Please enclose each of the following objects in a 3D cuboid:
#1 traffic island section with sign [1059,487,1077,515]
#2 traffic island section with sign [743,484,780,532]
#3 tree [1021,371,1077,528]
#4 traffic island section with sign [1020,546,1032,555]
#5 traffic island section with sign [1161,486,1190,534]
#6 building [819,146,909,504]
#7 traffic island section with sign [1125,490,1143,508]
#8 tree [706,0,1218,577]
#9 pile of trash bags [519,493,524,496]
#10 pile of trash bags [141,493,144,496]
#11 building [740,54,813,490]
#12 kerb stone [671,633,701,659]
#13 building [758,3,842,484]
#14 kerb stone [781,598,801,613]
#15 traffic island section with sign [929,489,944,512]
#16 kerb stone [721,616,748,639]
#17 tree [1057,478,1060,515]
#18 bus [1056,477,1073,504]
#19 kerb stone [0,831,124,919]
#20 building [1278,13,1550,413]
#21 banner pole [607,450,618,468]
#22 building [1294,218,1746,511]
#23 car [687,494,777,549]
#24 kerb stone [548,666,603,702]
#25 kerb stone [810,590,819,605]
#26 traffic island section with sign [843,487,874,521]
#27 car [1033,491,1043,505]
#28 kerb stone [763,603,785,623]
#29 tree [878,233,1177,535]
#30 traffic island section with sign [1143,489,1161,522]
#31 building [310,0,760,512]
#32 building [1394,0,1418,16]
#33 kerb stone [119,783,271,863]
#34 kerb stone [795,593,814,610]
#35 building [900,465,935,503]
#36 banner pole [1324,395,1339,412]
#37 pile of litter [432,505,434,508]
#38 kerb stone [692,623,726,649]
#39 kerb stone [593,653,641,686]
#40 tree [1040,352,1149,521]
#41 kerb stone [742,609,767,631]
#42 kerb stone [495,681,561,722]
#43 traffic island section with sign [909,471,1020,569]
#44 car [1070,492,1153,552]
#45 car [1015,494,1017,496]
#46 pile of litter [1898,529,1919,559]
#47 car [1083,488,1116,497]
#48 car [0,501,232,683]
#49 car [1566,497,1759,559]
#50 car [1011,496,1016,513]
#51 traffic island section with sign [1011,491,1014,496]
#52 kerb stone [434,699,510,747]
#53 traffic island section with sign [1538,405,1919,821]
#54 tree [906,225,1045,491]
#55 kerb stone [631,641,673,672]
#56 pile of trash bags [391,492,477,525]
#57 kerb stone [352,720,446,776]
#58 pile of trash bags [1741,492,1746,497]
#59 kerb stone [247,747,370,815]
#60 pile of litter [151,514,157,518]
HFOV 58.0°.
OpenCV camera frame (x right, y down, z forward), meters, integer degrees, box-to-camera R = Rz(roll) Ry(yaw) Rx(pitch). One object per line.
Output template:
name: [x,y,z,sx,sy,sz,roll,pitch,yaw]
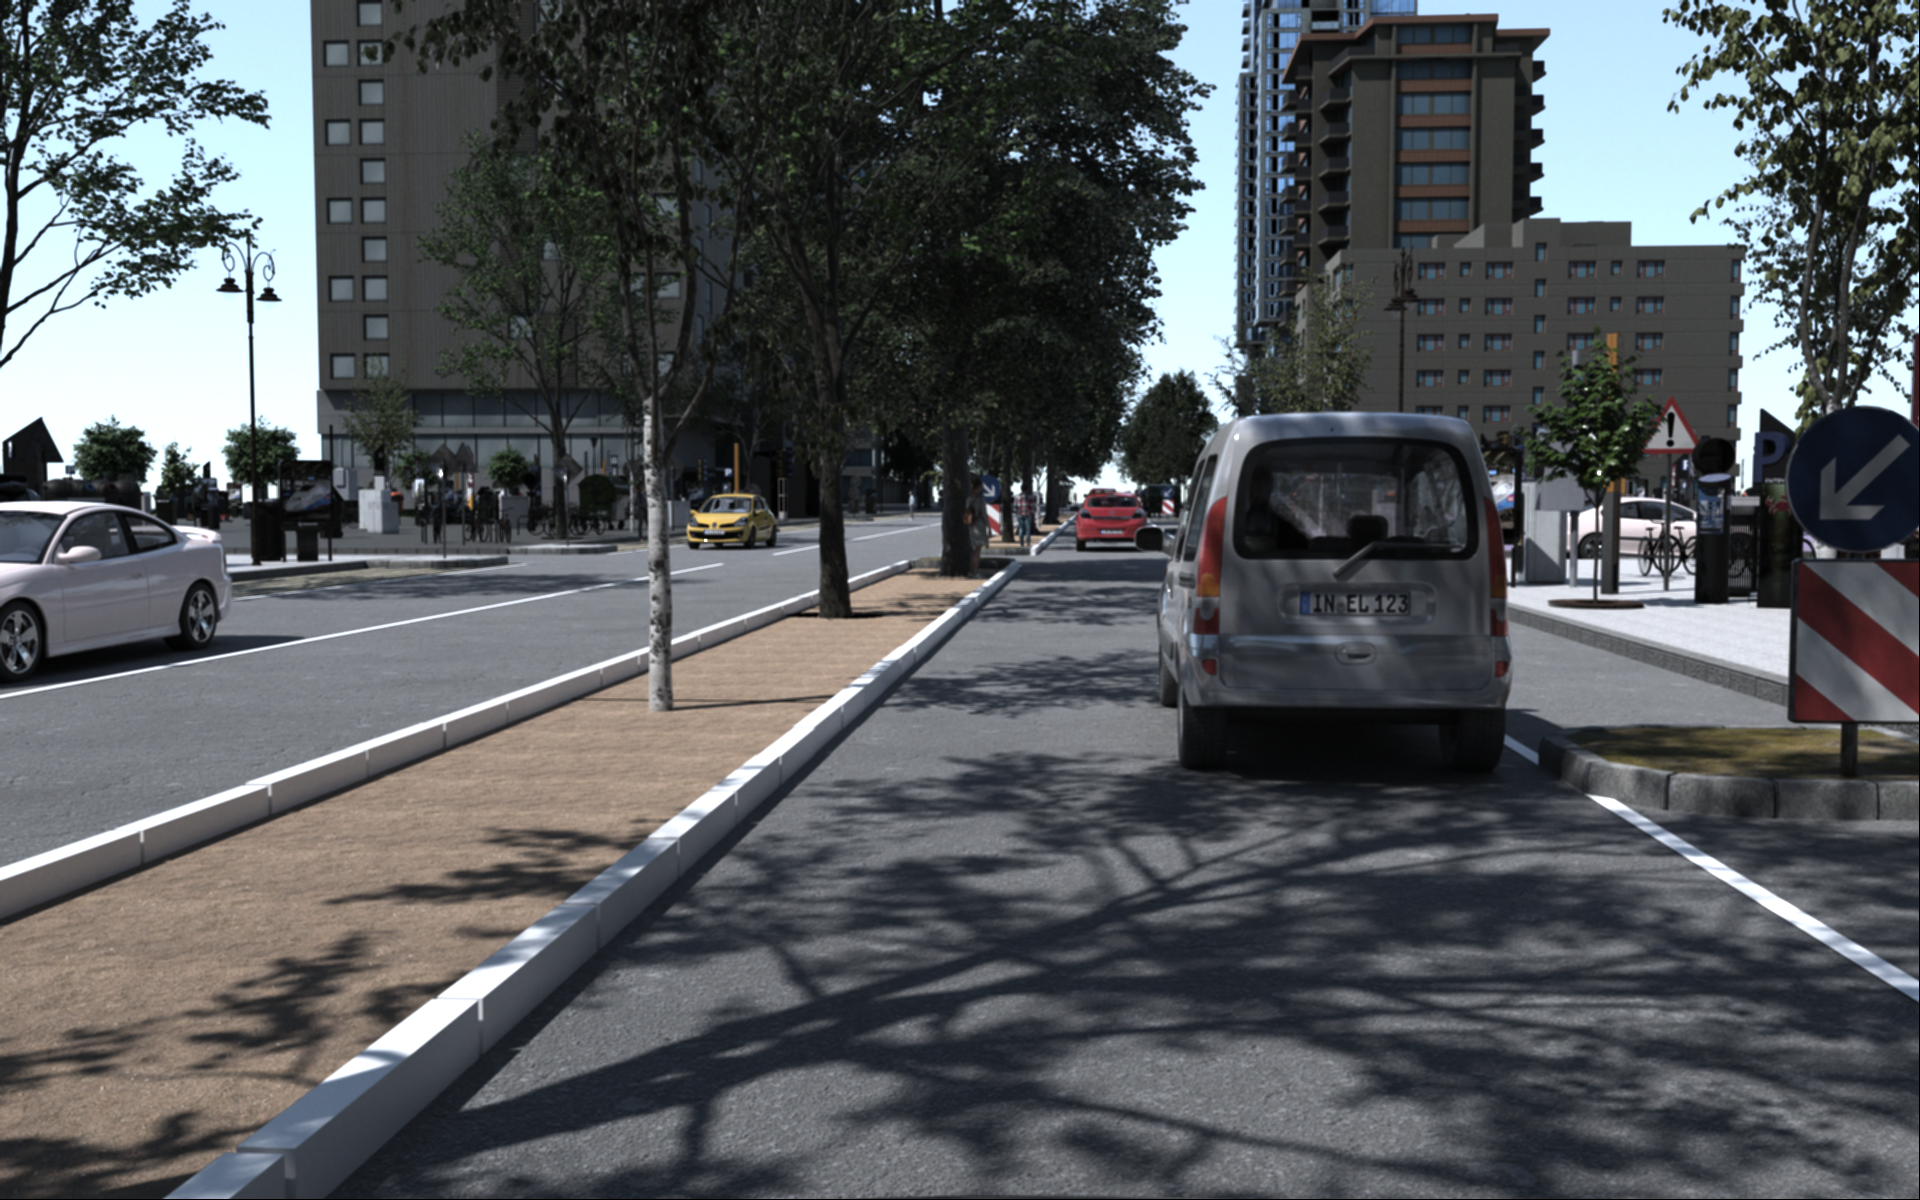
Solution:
traffic island section with sign: [6.845,-6.608,116.175,2.006,1.907,1.989,0,4,5]
traffic island section with sign: [-7.812,-3.429,64.685,1.989,1.847,2.006,0,4,5]
tree: [3.343,-7.363,73.209,4.360,8.622,3.978,0,3,0]
traffic island section with sign: [0.697,-2.028,41.288,2.006,1.907,1.989,0,4,5]
traffic island section with sign: [8.497,-3.349,63.387,1.989,1.847,2.006,0,4,5]
building: [-19.370,-37.230,228.310,23.786,49.044,30.456,0,4,5]
traffic island section with sign: [17.048,-9.702,167.249,1.989,1.847,2.006,0,4,5]
tree: [-0.013,-7.371,29.621,9.857,13.997,8.962,0,3,0]
pile of trash bags: [-28.622,-5.933,106.763,3.447,1.369,1.912,-1,4,-22]
pile of trash bags: [-44.093,-4.941,90.530,1.912,1.369,3.447,1,4,22]
building: [-21.106,-28.735,153.415,14.154,41.232,14.086,0,4,5]
kerb stone: [-2.490,0.428,15.340,0.120,0.150,1.000,0,4,5]
building: [-22.533,-44.796,170.669,20.563,71.187,20.611,0,4,5]
kerb stone: [-2.060,0.106,20.455,0.120,0.150,1.000,0,4,5]
traffic island section with sign: [-1.451,-8.168,142.177,1.989,1.847,2.006,0,4,5]
kerb stone: [-2.320,0.295,17.387,0.120,0.150,1.000,0,4,5]
tree: [6.327,-10.782,113.158,8.767,10.594,7.601,0,4,5]
bus: [14.441,-15.450,244.160,2.896,3.916,12.252,0,4,7]
kerb stone: [-3.243,0.992,6.150,0.120,0.150,1.000,0,4,5]
building: [41.971,-31.150,163.934,22.147,44.769,28.867,0,4,5]
banner pole: [-19.679,-6.603,97.973,0.863,3.779,0.401,1,4,21]
building: [41.768,-17.780,135.735,27.650,21.520,28.899,0,4,5]
car: [-6.078,-2.205,46.271,2.015,1.641,3.980,0,4,6]
kerb stone: [-2.747,0.607,12.268,0.120,0.150,1.000,0,4,5]
kerb stone: [-1.898,-0.019,22.500,0.120,0.150,1.000,0,4,5]
traffic island section with sign: [-5.605,-5.072,91.550,1.989,1.847,2.006,0,4,5]
car: [10.411,-14.110,239.366,2.281,1.827,5.304,0,4,5]
kerb stone: [-2.149,0.171,19.437,0.120,0.150,1.000,0,4,5]
tree: [2.355,-8.604,60.132,9.611,12.733,9.660,0,3,0]
traffic island section with sign: [10.765,-5.027,90.826,1.989,1.847,2.006,0,4,5]
building: [-30.750,-33.235,132.638,28.713,52.752,27.495,0,4,5]
building: [46.925,-55.721,223.712,22.319,86.520,31.000,0,4,5]
kerb stone: [-3.160,0.929,7.168,0.120,0.150,1.000,0,4,5]
kerb stone: [-1.989,0.044,21.482,0.120,0.150,1.000,0,4,5]
building: [-18.984,-25.346,259.447,27.650,21.520,28.899,0,4,5]
banner pole: [9.349,-3.279,43.625,0.401,3.779,0.863,3,5,42]
pile of litter: [-23.585,-3.923,78.114,1.719,0.858,1.176,0,4,3]
kerb stone: [-2.399,0.357,16.362,0.120,0.150,1.000,0,4,5]
kerb stone: [-2.660,0.545,13.286,0.120,0.150,1.000,0,4,5]
tree: [4.888,-11.014,92.901,12.009,13.543,11.850,0,3,0]
kerb stone: [-2.231,0.231,18.412,0.120,0.150,1.000,0,4,5]
kerb stone: [-2.824,0.670,11.248,0.120,0.150,1.000,0,4,5]
traffic island section with sign: [0.081,-1.576,33.906,2.006,1.907,1.989,0,4,5]
car: [3.902,-2.181,44.692,2.155,1.783,4.494,0,4,5]
car: [5.111,-8.078,141.860,2.009,1.686,4.222,0,4,6]
pile of litter: [11.909,-0.463,21.529,1.719,0.858,1.176,3,5,41]
car: [8.429,-5.721,102.219,2.281,1.827,5.304,0,4,4]
car: [-7.975,-0.141,14.660,2.083,1.381,4.827,0,4,3]
car: [14.411,-1.452,36.104,4.827,1.381,2.083,0,4,5]
car: [3.779,-6.128,112.777,1.945,1.354,3.894,0,4,3]
traffic island section with sign: [7.538,-14.845,251.339,1.989,1.847,2.006,0,4,5]
kerb stone: [-2.904,0.732,10.226,0.120,0.150,1.000,0,4,5]
traffic island section with sign: [4.000,0.004,8.557,1.989,1.847,2.006,0,4,5]
tree: [0.593,-5.520,43.074,4.737,8.622,4.395,0,3,0]
kerb stone: [-2.575,0.482,14.319,0.120,0.150,1.000,0,4,5]
pile of trash bags: [-22.376,-3.868,72.992,3.447,1.369,1.912,-3,5,-42]
kerb stone: [-2.995,0.794,9.208,0.120,0.150,1.000,0,4,5]
pile of trash bags: [42.794,-5.068,92.616,1.912,1.369,3.447,0,4,-5]
kerb stone: [-3.073,0.857,8.186,0.120,0.150,1.000,0,4,5]
pile of litter: [-46.996,-5.231,99.497,1.176,0.858,1.719,3,4,38]
